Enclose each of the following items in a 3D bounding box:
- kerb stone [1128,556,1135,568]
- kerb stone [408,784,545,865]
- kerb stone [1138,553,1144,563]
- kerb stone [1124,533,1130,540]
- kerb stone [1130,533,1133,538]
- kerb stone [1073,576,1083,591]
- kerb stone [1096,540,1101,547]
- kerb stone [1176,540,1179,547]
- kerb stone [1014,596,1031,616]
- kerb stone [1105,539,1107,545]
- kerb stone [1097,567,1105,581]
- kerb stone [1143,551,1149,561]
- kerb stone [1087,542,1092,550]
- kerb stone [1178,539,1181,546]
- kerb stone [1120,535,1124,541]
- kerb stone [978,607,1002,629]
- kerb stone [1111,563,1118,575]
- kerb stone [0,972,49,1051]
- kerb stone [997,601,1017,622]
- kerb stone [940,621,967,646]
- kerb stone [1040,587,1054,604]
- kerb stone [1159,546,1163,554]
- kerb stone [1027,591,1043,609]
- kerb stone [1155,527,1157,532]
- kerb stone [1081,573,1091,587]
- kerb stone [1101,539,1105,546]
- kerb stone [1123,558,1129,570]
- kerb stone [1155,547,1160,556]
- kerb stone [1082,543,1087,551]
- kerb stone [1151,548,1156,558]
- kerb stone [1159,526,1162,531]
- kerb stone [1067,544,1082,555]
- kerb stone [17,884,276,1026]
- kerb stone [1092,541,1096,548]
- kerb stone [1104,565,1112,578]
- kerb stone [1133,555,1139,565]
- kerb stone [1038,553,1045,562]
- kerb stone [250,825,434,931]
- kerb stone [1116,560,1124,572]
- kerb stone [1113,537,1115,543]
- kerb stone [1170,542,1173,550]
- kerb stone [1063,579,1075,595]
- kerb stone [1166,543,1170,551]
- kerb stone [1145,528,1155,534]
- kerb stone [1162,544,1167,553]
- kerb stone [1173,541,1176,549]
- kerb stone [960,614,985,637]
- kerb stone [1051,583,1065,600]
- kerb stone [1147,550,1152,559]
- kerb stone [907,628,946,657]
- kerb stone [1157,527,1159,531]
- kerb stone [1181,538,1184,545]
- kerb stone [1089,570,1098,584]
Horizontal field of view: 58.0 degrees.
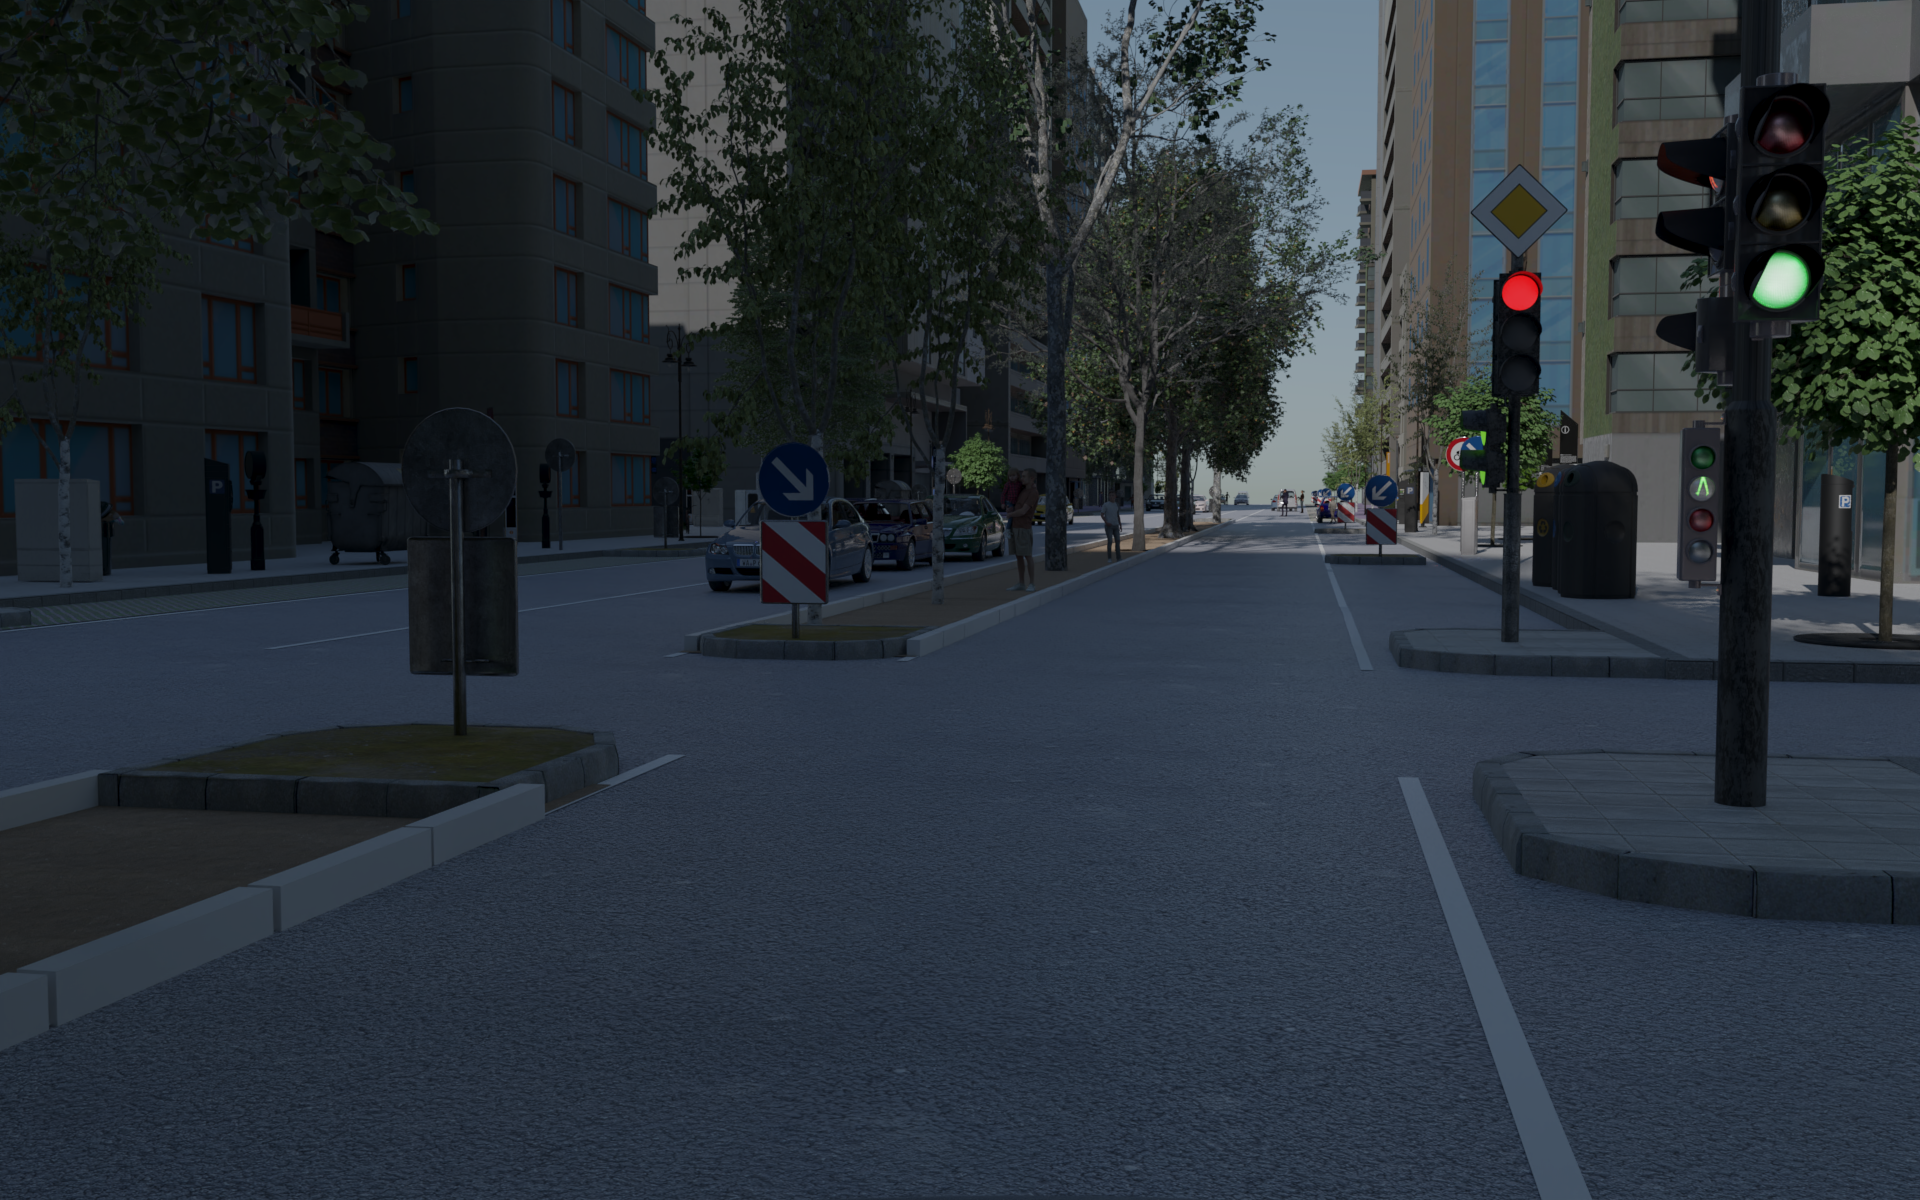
[{"bbox_3d":[3.259,-0.708,33.820,0.120,0.150,1.000,1,4,11],"label":"kerb stone"},{"bbox_3d":[-1.991,0.919,7.176,0.120,0.150,1.000,1,4,11],"label":"kerb stone"},{"bbox_3d":[3.648,-0.832,35.832,0.120,0.150,1.000,1,4,11],"label":"kerb stone"},{"bbox_3d":[5.166,-1.969,54.395,0.120,0.150,1.000,1,4,11],"label":"kerb stone"},{"bbox_3d":[5.368,-2.031,55.398,0.120,0.150,1.000,1,4,11],"label":"kerb stone"},{"bbox_3d":[1.668,-0.219,25.774,0.120,0.150,1.000,1,4,11],"label":"kerb stone"},{"bbox_3d":[3.582,-1.478,46.358,0.120,0.150,1.000,1,4,11],"label":"kerb stone"},{"bbox_3d":[5.629,-1.450,45.901,0.120,0.150,1.000,1,4,11],"label":"kerb stone"},{"bbox_3d":[0.687,0.089,20.745,0.120,0.150,1.000,1,4,11],"label":"kerb stone"},{"bbox_3d":[3.977,-1.601,48.364,0.120,0.150,1.000,1,4,11],"label":"kerb stone"},{"bbox_3d":[2.254,-0.403,28.793,0.120,0.150,1.000,1,4,11],"label":"kerb stone"},{"bbox_3d":[3.855,-0.896,36.844,0.120,0.150,1.000,1,4,11],"label":"kerb stone"},{"bbox_3d":[3.192,-1.355,44.350,0.120,0.150,1.000,1,4,11],"label":"kerb stone"},{"bbox_3d":[5.830,-1.512,46.915,0.120,0.150,1.000,1,4,11],"label":"kerb stone"},{"bbox_3d":[4.770,-1.846,52.375,0.120,0.150,1.000,1,4,11],"label":"kerb stone"},{"bbox_3d":[0.278,0.212,18.733,0.120,0.150,1.000,1,4,11],"label":"kerb stone"},{"bbox_3d":[2.655,-0.526,30.801,0.120,0.150,1.000,1,4,11],"label":"kerb stone"},{"bbox_3d":[-2.590,1.104,4.146,0.120,0.150,1.000,1,4,11],"label":"kerb stone"},{"bbox_3d":[0.482,0.150,19.743,0.120,0.150,1.000,1,4,11],"label":"kerb stone"},{"bbox_3d":[-0.114,0.334,16.727,0.120,0.150,1.000,1,4,11],"label":"kerb stone"},{"bbox_3d":[1.073,-0.034,22.752,0.120,0.150,1.000,1,4,11],"label":"kerb stone"},{"bbox_3d":[4.640,-1.138,40.868,0.120,0.150,1.000,1,4,11],"label":"kerb stone"},{"bbox_3d":[0.873,0.027,21.750,0.120,0.150,1.000,1,4,11],"label":"kerb stone"},{"bbox_3d":[7.147,-2.584,64.444,0.120,0.150,1.000,1,4,11],"label":"kerb stone"},{"bbox_3d":[1.869,-0.275,26.786,0.120,0.150,1.000,1,4,11],"label":"kerb stone"},{"bbox_3d":[3.785,-1.535,47.360,0.120,0.150,1.000,1,4,11],"label":"kerb stone"},{"bbox_3d":[3.055,-0.647,32.818,0.120,0.150,1.000,1,4,11],"label":"kerb stone"},{"bbox_3d":[4.434,-1.080,39.859,0.120,0.150,1.000,1,4,11],"label":"kerb stone"},{"bbox_3d":[2.992,-1.294,43.348,0.120,0.150,1.000,1,4,11],"label":"kerb stone"},{"bbox_3d":[4.245,-1.019,38.852,0.120,0.150,1.000,1,4,11],"label":"kerb stone"},{"bbox_3d":[7.538,-2.707,66.451,0.120,0.150,1.000,1,4,11],"label":"kerb stone"},{"bbox_3d":[2.793,-1.232,42.344,0.120,0.150,1.000,1,4,11],"label":"kerb stone"},{"bbox_3d":[-2.391,1.042,5.158,0.120,0.150,1.000,1,4,11],"label":"kerb stone"},{"bbox_3d":[3.389,-1.414,45.353,0.120,0.150,1.000,1,4,11],"label":"kerb stone"},{"bbox_3d":[2.457,-0.464,29.798,0.120,0.150,1.000,1,4,11],"label":"kerb stone"},{"bbox_3d":[3.451,-0.773,34.829,0.120,0.150,1.000,1,4,11],"label":"kerb stone"},{"bbox_3d":[1.605,-0.861,36.311,0.120,0.150,1.000,1,4,11],"label":"kerb stone"},{"bbox_3d":[-2.186,0.981,6.172,0.120,0.150,1.000,1,4,11],"label":"kerb stone"},{"bbox_3d":[2.856,-0.588,31.811,0.120,0.150,1.000,1,4,11],"label":"kerb stone"},{"bbox_3d":[4.373,-1.723,50.369,0.120,0.150,1.000,1,4,11],"label":"kerb stone"},{"bbox_3d":[5.232,-1.324,43.894,0.120,0.150,1.000,1,4,11],"label":"kerb stone"},{"bbox_3d":[1.481,-0.157,24.769,0.120,0.150,1.000,1,4,11],"label":"kerb stone"},{"bbox_3d":[5.048,-1.266,42.887,0.120,0.150,1.000,1,4,11],"label":"kerb stone"},{"bbox_3d":[6.949,-2.523,63.442,0.120,0.150,1.000,1,4,11],"label":"kerb stone"},{"bbox_3d":[4.842,-1.204,41.877,0.120,0.150,1.000,1,4,11],"label":"kerb stone"},{"bbox_3d":[5.434,-1.389,44.898,0.120,0.150,1.000,1,4,11],"label":"kerb stone"},{"bbox_3d":[0.084,0.276,17.730,0.120,0.150,1.000,1,4,11],"label":"kerb stone"},{"bbox_3d":[1.273,-0.096,23.762,0.120,0.150,1.000,1,4,11],"label":"kerb stone"},{"bbox_3d":[4.044,-0.957,37.850,0.120,0.150,1.000,1,4,11],"label":"kerb stone"},{"bbox_3d":[-0.313,0.396,15.724,0.120,0.150,1.000,1,4,11],"label":"kerb stone"},{"bbox_3d":[7.341,-2.645,65.448,0.120,0.150,1.000,1,4,11],"label":"kerb stone"},{"bbox_3d":[6.032,-1.574,47.926,0.120,0.150,1.000,1,4,11],"label":"kerb stone"},{"bbox_3d":[2.058,-0.341,27.790,0.120,0.150,1.000,1,4,11],"label":"kerb stone"}]
